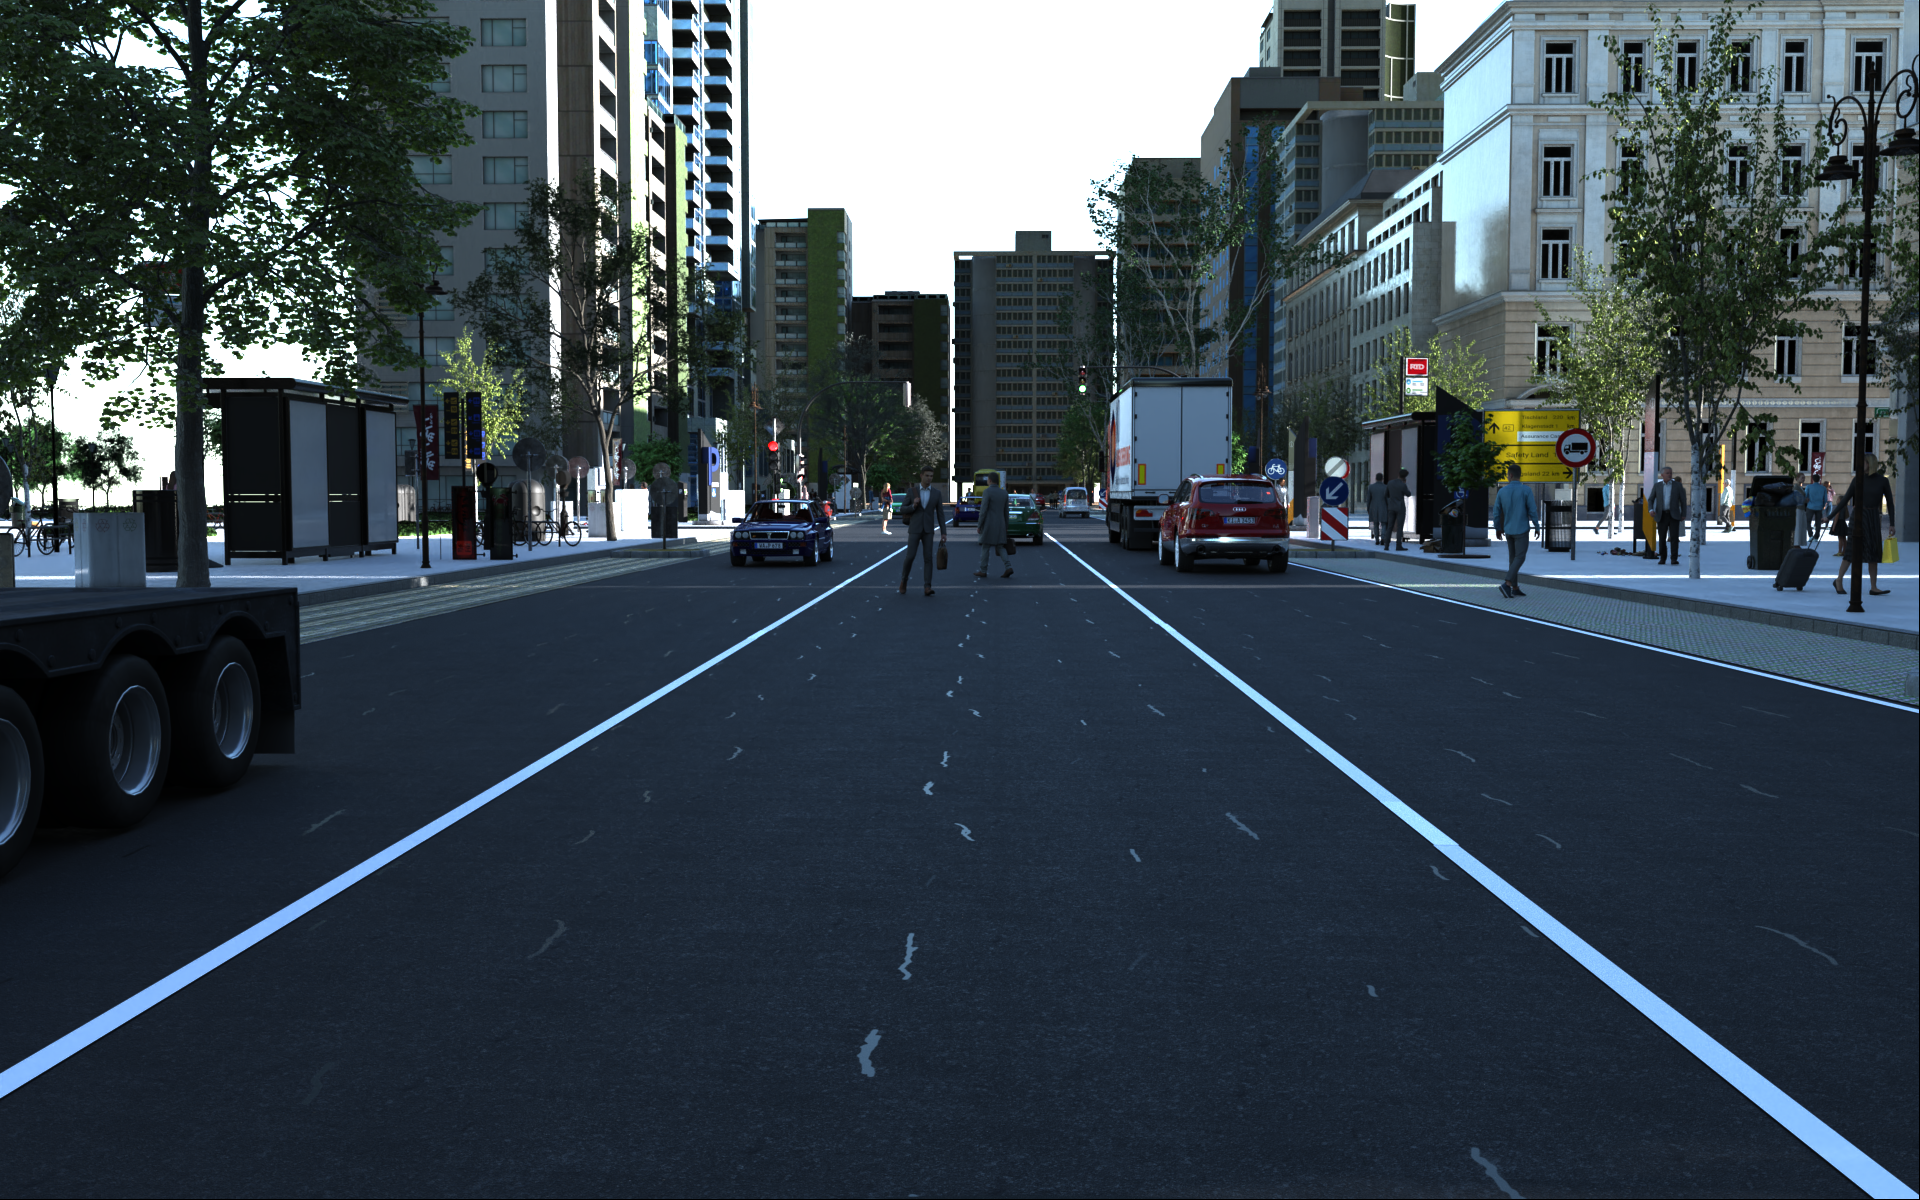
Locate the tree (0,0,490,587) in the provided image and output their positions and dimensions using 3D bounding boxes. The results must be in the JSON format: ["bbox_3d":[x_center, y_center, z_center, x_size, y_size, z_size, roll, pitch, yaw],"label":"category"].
[{"bbox_3d":[-9.649,-6.369,22.254,7.486,12.596,7.792,0,3,0],"label":"tree"}]

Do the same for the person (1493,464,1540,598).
[{"bbox_3d":[7.626,-0.953,23.949,0.748,1.841,0.638,-2,4,-34],"label":"person"}]

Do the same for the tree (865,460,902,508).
[{"bbox_3d":[-7.412,-11.576,172.986,4.285,4.588,4.351,0,3,0],"label":"tree"}]

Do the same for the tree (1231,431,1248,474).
[{"bbox_3d":[12.709,-6.845,95.636,4.285,4.588,4.351,0,3,0],"label":"tree"}]

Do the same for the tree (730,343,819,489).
[{"bbox_3d":[-8.923,-8.162,83.814,4.360,8.622,3.978,0,3,0],"label":"tree"}]

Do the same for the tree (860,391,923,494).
[{"bbox_3d":[-7.603,-16.513,188.117,7.486,12.596,7.792,0,3,0],"label":"tree"}]

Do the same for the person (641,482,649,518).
[{"bbox_3d":[-13.052,-3.947,70.937,0.532,1.782,0.716,-2,4,-27],"label":"person"}]

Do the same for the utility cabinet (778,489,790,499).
[{"bbox_3d":[-7.948,-4.261,78.342,0.318,1.500,1.173,0,4,5],"label":"utility cabinet"}]

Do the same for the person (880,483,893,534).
[{"bbox_3d":[-2.629,-3.267,61.894,0.573,1.828,0.580,-2,4,-28],"label":"person"}]

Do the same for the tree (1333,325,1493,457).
[{"bbox_3d":[19.418,-7.585,74.381,4.737,8.622,4.395,0,3,0],"label":"tree"}]

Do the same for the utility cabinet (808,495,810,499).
[{"bbox_3d":[-11.019,-6.907,124.098,1.020,1.237,0.306,3,5,44],"label":"utility cabinet"}]

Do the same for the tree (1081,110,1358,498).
[{"bbox_3d":[12.912,-14.035,85.358,12.611,20.169,13.585,0,3,0],"label":"tree"}]

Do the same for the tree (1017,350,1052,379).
[{"bbox_3d":[11.970,-18.530,158.858,12.611,20.169,13.585,0,3,0],"label":"tree"}]

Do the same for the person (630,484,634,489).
[{"bbox_3d":[-16.346,-4.898,86.368,0.529,1.795,0.600,1,4,11],"label":"person"}]

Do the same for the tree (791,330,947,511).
[{"bbox_3d":[-7.565,-13.424,129.849,12.009,13.543,11.850,0,3,0],"label":"tree"}]

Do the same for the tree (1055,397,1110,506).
[{"bbox_3d":[14.022,-15.907,185.837,9.928,11.665,9.643,0,3,0],"label":"tree"}]

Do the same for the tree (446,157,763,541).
[{"bbox_3d":[-9.643,-6.919,47.546,8.767,10.594,7.601,-1,4,-18],"label":"tree"}]

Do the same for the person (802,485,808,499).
[{"bbox_3d":[-6.665,-3.985,73.659,0.388,1.821,0.555,2,4,31],"label":"person"}]

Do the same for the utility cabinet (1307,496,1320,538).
[{"bbox_3d":[10.340,-2.423,50.775,0.306,1.237,1.020,0,4,7],"label":"utility cabinet"}]

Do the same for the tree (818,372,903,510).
[{"bbox_3d":[-8.062,-13.344,143.925,9.928,11.665,9.643,0,3,0],"label":"tree"}]

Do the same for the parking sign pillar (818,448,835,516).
[{"bbox_3d":[-8.043,-6.895,101.200,1.447,3.967,1.447,-1,4,-10],"label":"parking sign pillar"}]

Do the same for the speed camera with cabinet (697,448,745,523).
[{"bbox_3d":[-10.543,-5.011,76.271,2.038,3.252,0.660,-1,4,-16],"label":"speed camera with cabinet"}]

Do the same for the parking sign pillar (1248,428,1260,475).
[{"bbox_3d":[11.918,-4.980,69.896,1.447,3.967,1.447,1,4,13],"label":"parking sign pillar"}]

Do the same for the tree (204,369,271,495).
[{"bbox_3d":[-18.287,-3.797,45.796,4.285,4.588,4.351,0,3,0],"label":"tree"}]

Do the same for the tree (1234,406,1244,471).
[{"bbox_3d":[23.345,-11.516,138.649,4.360,8.622,3.978,0,3,0],"label":"tree"}]

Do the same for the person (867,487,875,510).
[{"bbox_3d":[-7.026,-7.942,135.913,0.654,1.822,0.581,-1,4,-19],"label":"person"}]

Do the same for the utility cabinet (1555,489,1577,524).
[{"bbox_3d":[25.668,-3.956,73.357,0.318,1.500,1.173,-1,4,-14],"label":"utility cabinet"}]

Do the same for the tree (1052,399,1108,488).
[{"bbox_3d":[14.472,-17.634,206.438,7.486,12.596,7.792,0,3,0],"label":"tree"}]

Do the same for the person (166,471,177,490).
[{"bbox_3d":[-18.006,-2.069,39.884,0.555,1.821,0.388,1,4,18],"label":"person"}]

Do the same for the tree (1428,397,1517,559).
[{"bbox_3d":[10.121,-2.452,34.693,1.663,3.219,1.824,0,3,0],"label":"tree"}]

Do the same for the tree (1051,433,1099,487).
[{"bbox_3d":[15.170,-17.440,219.560,7.601,10.594,8.767,-1,4,-16],"label":"tree"}]

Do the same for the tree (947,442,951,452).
[{"bbox_3d":[-5.975,-18.271,209.092,12.009,13.543,11.850,0,3,0],"label":"tree"}]

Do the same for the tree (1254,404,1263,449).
[{"bbox_3d":[22.758,-10.239,117.774,4.360,8.622,3.978,0,3,0],"label":"tree"}]

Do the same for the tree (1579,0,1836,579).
[{"bbox_3d":[11.254,-4.618,25.862,4.737,8.622,4.395,0,3,0],"label":"tree"}]

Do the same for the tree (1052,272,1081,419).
[{"bbox_3d":[14.169,-16.904,132.272,12.611,20.169,13.585,0,3,0],"label":"tree"}]

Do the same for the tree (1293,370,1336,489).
[{"bbox_3d":[21.457,-9.066,98.597,4.360,8.622,3.978,0,3,0],"label":"tree"}]

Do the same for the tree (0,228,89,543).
[{"bbox_3d":[-24.506,-5.782,44.905,4.360,8.622,3.978,0,3,0],"label":"tree"}]

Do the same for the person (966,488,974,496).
[{"bbox_3d":[0.550,-6.018,106.804,0.656,1.842,0.836,-1,4,-21],"label":"person"}]

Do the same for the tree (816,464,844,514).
[{"bbox_3d":[-8.166,-7.114,110.909,1.663,3.219,1.824,0,3,0],"label":"tree"}]

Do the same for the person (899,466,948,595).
[{"bbox_3d":[-0.531,-0.987,24.600,0.622,1.834,0.822,-1,4,-21],"label":"person"}]

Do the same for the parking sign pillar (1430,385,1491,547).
[{"bbox_3d":[12.334,-3.308,42.565,1.447,3.967,1.447,1,4,18],"label":"parking sign pillar"}]

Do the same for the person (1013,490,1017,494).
[{"bbox_3d":[4.517,-8.340,145.107,0.529,1.795,0.600,-1,4,-19],"label":"person"}]

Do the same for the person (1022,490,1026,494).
[{"bbox_3d":[5.050,-8.104,141.266,0.573,1.790,0.520,3,5,42],"label":"person"}]

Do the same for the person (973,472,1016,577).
[{"bbox_3d":[0.573,-1.296,29.790,0.694,1.812,0.767,-3,5,-41],"label":"person"}]

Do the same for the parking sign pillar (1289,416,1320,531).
[{"bbox_3d":[12.011,-4.396,60.345,1.447,3.967,1.447,0,4,-5],"label":"parking sign pillar"}]

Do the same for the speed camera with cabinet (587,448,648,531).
[{"bbox_3d":[-11.783,-3.990,59.566,2.038,3.252,0.660,-3,5,-41],"label":"speed camera with cabinet"}]

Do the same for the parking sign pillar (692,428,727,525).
[{"bbox_3d":[-10.397,-5.097,71.805,1.447,3.967,1.447,1,4,16],"label":"parking sign pillar"}]

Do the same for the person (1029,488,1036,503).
[{"bbox_3d":[4.069,-5.401,97.375,0.480,1.755,0.524,-1,4,-10],"label":"person"}]
